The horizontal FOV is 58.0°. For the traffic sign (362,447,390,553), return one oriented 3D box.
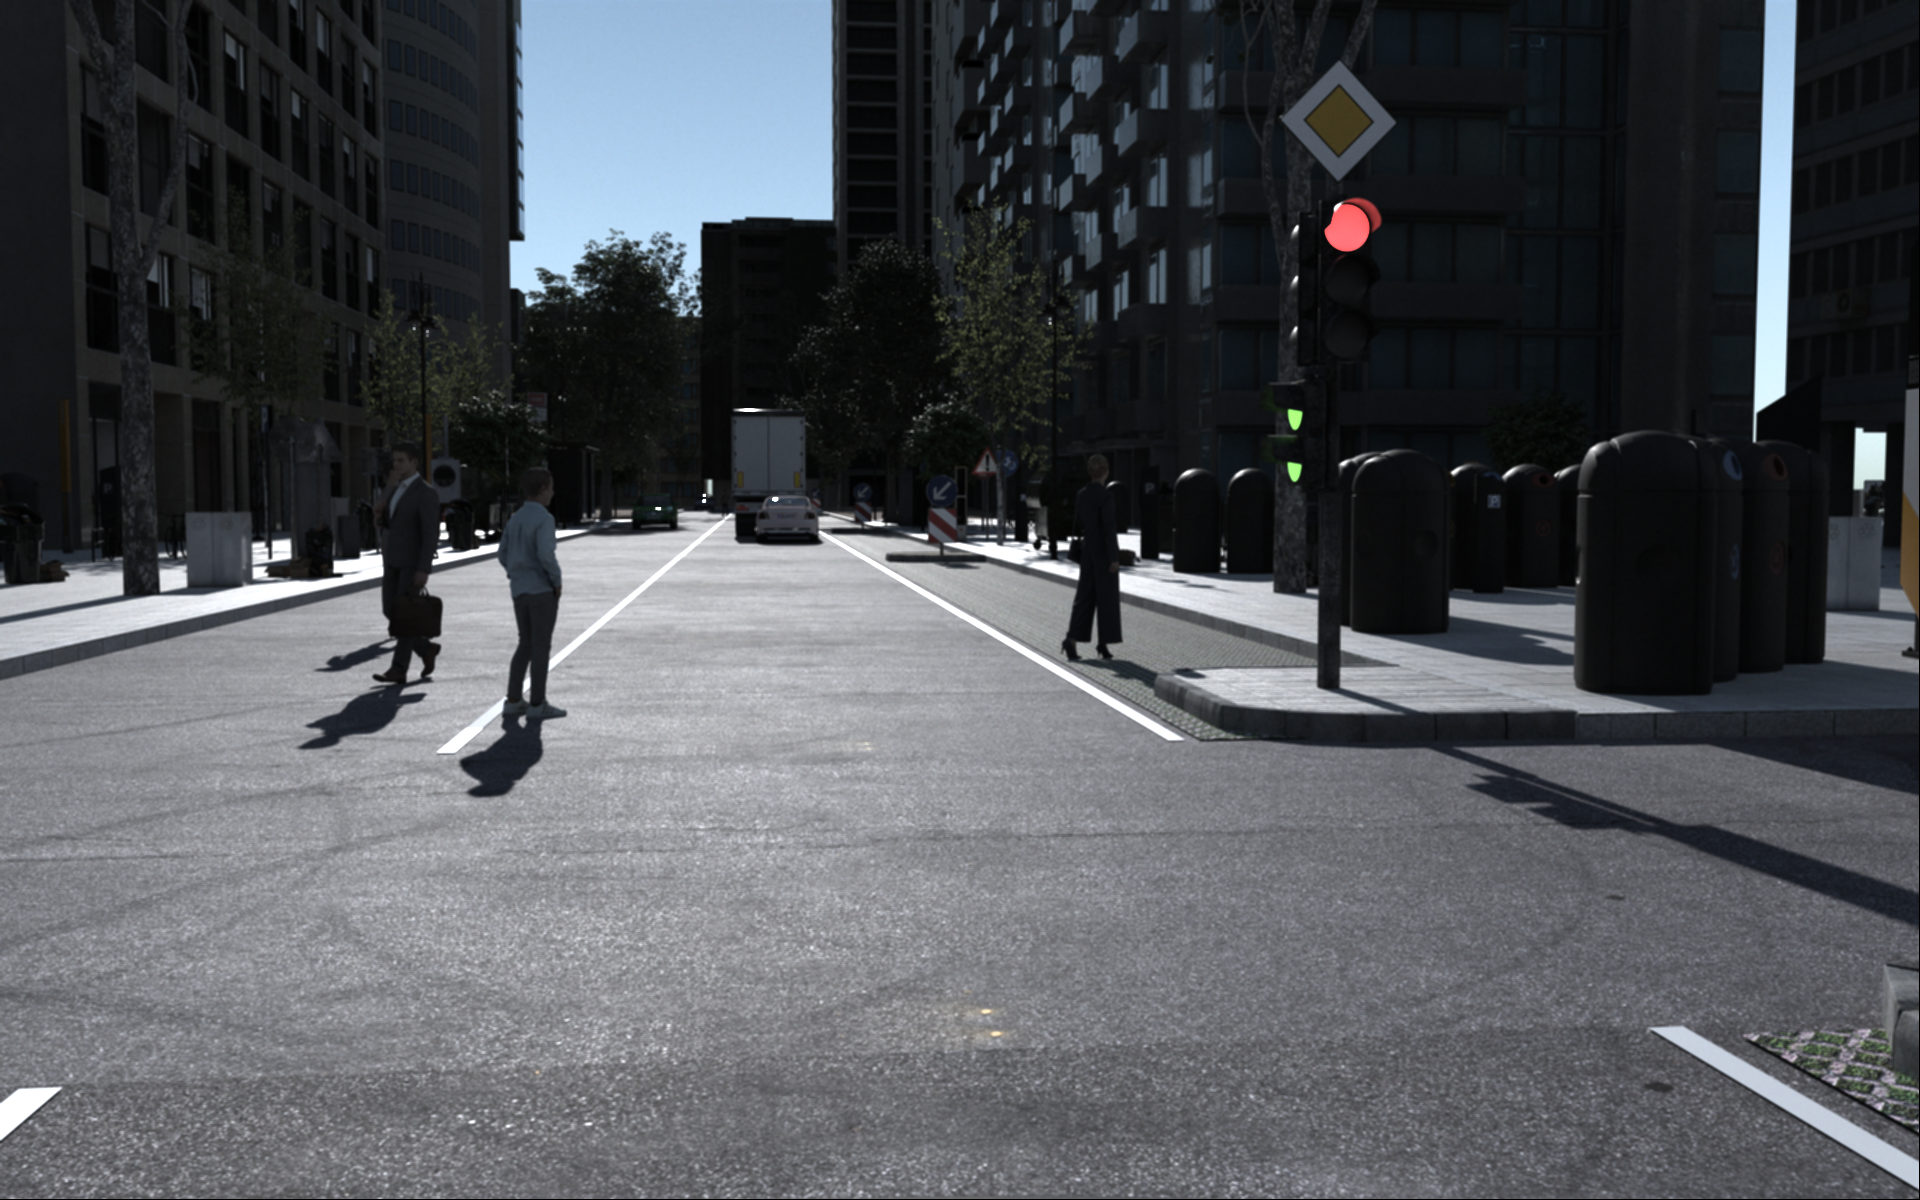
[{"bbox_3d":[-12.766,-2.189,37.917,0.606,2.300,0.079,0,4,-4],"label":"traffic sign"}]

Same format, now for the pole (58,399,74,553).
[{"bbox_3d":[-19.282,-2.661,37.350,0.158,3.312,0.155,0,3,0],"label":"pole"}]

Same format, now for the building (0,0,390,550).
[{"bbox_3d":[-31.623,-15.293,54.559,19.350,26.468,34.151,0,4,-7],"label":"building"}]

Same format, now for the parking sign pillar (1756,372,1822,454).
[{"bbox_3d":[18.490,-3.073,38.720,1.447,3.967,1.447,2,4,25],"label":"parking sign pillar"}]

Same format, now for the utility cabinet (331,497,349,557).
[{"bbox_3d":[-12.854,-1.515,35.938,0.306,1.237,1.020,-2,4,-23],"label":"utility cabinet"}]

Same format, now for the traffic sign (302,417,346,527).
[{"bbox_3d":[-10.756,-1.779,29.091,0.884,2.594,0.081,0,4,-1],"label":"traffic sign"}]

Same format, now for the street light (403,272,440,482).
[{"bbox_3d":[-11.191,-3.875,36.148,0.468,5.910,1.993,0,4,-7],"label":"street light"}]

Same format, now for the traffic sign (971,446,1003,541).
[{"bbox_3d":[0.747,-2.882,47.124,0.884,2.594,0.081,0,4,-2],"label":"traffic sign"}]

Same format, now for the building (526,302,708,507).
[{"bbox_3d":[-42.429,-20.982,188.091,28.899,21.520,27.650,0,4,-7],"label":"building"}]

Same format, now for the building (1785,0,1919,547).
[{"bbox_3d":[32.596,-20.821,32.304,23.993,40.220,32.217,0,4,-7],"label":"building"}]

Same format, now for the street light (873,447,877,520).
[{"bbox_3d":[-4.192,-6.883,85.323,0.468,5.910,1.993,0,4,-7],"label":"street light"}]

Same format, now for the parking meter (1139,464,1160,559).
[{"bbox_3d":[3.734,-1.742,34.190,0.399,1.863,0.255,1,4,9],"label":"parking meter"}]

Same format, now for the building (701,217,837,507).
[{"bbox_3d":[-20.301,-25.204,183.786,14.107,30.474,14.160,0,4,-7],"label":"building"}]

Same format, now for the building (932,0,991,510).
[{"bbox_3d":[12.330,-33.823,142.241,28.713,52.752,27.495,0,4,-7],"label":"building"}]

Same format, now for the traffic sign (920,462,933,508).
[{"bbox_3d":[-0.929,-3.482,57.040,0.768,2.556,0.104,0,4,-4],"label":"traffic sign"}]

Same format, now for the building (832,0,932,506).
[{"bbox_3d":[-3.189,-45.869,188.205,20.611,71.187,20.563,0,4,-7],"label":"building"}]

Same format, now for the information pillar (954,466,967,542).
[{"bbox_3d":[0.017,-2.553,46.234,0.304,2.012,0.304,0,4,-6],"label":"information pillar"}]

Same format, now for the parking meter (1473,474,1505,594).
[{"bbox_3d":[6.862,-0.859,22.462,0.372,1.533,0.369,0,3,0],"label":"parking meter"}]

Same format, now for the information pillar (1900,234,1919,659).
[{"bbox_3d":[7.548,-1.355,13.517,0.183,3.616,0.504,0,4,1],"label":"information pillar"}]

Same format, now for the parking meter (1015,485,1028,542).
[{"bbox_3d":[1.664,-2.352,46.862,0.372,1.533,0.369,0,3,0],"label":"parking meter"}]

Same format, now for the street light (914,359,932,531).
[{"bbox_3d":[-1.275,-5.295,59.355,0.468,5.910,1.993,0,4,-7],"label":"street light"}]

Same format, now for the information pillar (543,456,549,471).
[{"bbox_3d":[-18.717,-5.345,78.745,0.504,3.616,0.183,1,4,18],"label":"information pillar"}]

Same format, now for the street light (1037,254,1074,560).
[{"bbox_3d":[1.835,-3.718,33.581,0.468,5.910,1.993,0,4,-7],"label":"street light"}]

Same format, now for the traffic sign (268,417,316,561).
[{"bbox_3d":[-11.007,-1.740,28.550,0.768,2.556,0.104,0,4,-4],"label":"traffic sign"}]

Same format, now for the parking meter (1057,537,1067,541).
[{"bbox_3d":[2.770,-2.397,47.595,0.372,1.533,0.369,0,3,0],"label":"parking meter"}]

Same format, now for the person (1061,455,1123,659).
[{"bbox_3d":[1.176,-0.371,14.981,0.576,1.772,0.534,2,4,33],"label":"person"}]

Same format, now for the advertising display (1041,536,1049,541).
[{"bbox_3d":[2.358,-2.582,47.429,0.123,1.923,0.974,-1,4,-12],"label":"advertising display"}]

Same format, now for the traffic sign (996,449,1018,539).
[{"bbox_3d":[1.272,-3.014,49.392,0.768,2.556,0.104,0,4,-5],"label":"traffic sign"}]

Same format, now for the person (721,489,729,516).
[{"bbox_3d":[-15.268,-6.313,112.244,0.617,1.759,0.750,-1,4,-21],"label":"person"}]

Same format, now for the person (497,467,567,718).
[{"bbox_3d":[-2.724,-0.050,11.134,0.330,1.601,0.589,-3,4,-38],"label":"person"}]

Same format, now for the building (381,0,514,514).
[{"bbox_3d":[-37.736,-33.854,95.517,21.231,58.520,28.212,0,4,-7],"label":"building"}]

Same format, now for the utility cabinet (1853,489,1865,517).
[{"bbox_3d":[39.108,-4.126,76.136,0.318,1.500,1.173,-2,4,-25],"label":"utility cabinet"}]

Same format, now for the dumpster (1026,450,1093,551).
[{"bbox_3d":[2.369,-2.235,39.036,1.502,2.255,1.985,0,4,-7],"label":"dumpster"}]

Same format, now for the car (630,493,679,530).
[{"bbox_3d":[-12.589,-3.835,71.498,1.959,1.807,4.718,-1,4,-8],"label":"car"}]

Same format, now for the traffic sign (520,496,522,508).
[{"bbox_3d":[-15.351,-3.703,60.545,0.884,2.594,0.081,0,4,0],"label":"traffic sign"}]

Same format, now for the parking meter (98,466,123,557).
[{"bbox_3d":[-17.413,-1.824,35.531,0.399,1.863,0.255,0,4,3],"label":"parking meter"}]

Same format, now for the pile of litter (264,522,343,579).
[{"bbox_3d":[-10.198,-0.792,26.914,1.176,0.858,1.719,-1,4,-14],"label":"pile of litter"}]

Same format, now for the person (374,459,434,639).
[{"bbox_3d":[-5.533,-0.510,17.185,0.599,1.781,0.374,3,5,42],"label":"person"}]

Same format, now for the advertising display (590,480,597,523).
[{"bbox_3d":[-16.785,-4.460,78.129,0.974,1.923,0.123,2,4,34],"label":"advertising display"}]

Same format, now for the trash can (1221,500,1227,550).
[{"bbox_3d":[6.218,-1.703,39.492,0.748,1.137,0.748,0,3,0],"label":"trash can"}]

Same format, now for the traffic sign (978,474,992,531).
[{"bbox_3d":[0.792,-3.660,59.942,0.768,2.556,0.104,0,4,-3],"label":"traffic sign"}]

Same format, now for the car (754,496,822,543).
[{"bbox_3d":[-5.221,-2.454,52.491,2.083,1.381,4.827,0,4,-5],"label":"car"}]

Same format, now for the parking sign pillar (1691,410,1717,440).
[{"bbox_3d":[23.967,-4.115,55.744,1.447,3.967,1.447,-3,5,-44],"label":"parking sign pillar"}]

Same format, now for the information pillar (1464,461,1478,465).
[{"bbox_3d":[11.501,-2.114,39.057,0.304,2.012,0.304,1,4,15],"label":"information pillar"}]

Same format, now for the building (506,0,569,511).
[{"bbox_3d":[-47.465,-50.422,137.067,31.000,86.520,22.319,0,4,-7],"label":"building"}]

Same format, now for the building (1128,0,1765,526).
[{"bbox_3d":[16.440,-27.609,71.014,23.786,49.044,30.456,0,4,-7],"label":"building"}]

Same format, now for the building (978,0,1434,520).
[{"bbox_3d":[13.202,-30.144,112.459,23.786,49.044,30.456,0,4,-7],"label":"building"}]

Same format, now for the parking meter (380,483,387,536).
[{"bbox_3d":[-12.817,-1.866,38.923,0.372,1.533,0.369,0,3,0],"label":"parking meter"}]

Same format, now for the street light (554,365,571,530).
[{"bbox_3d":[-14.285,-5.479,62.372,0.468,5.910,1.993,0,4,-7],"label":"street light"}]

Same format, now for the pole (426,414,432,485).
[{"bbox_3d":[-13.637,-3.093,44.411,0.158,3.312,0.155,0,3,0],"label":"pole"}]

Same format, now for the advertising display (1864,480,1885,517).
[{"bbox_3d":[42.600,-4.619,80.736,0.123,1.923,0.974,-2,4,-27],"label":"advertising display"}]

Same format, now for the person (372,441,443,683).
[{"bbox_3d":[-4.175,-0.289,13.189,0.622,1.834,0.822,2,4,28],"label":"person"}]

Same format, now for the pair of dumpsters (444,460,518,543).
[{"bbox_3d":[-13.152,-2.745,47.380,1.574,2.255,4.437,0,4,-7],"label":"pair of dumpsters"}]

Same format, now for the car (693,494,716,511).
[{"bbox_3d":[-22.254,-8.491,150.827,2.014,1.417,4.499,0,4,-8],"label":"car"}]

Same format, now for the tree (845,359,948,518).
[{"bbox_3d":[-3.735,-9.661,92.372,7.601,10.594,8.767,1,4,21],"label":"tree"}]
